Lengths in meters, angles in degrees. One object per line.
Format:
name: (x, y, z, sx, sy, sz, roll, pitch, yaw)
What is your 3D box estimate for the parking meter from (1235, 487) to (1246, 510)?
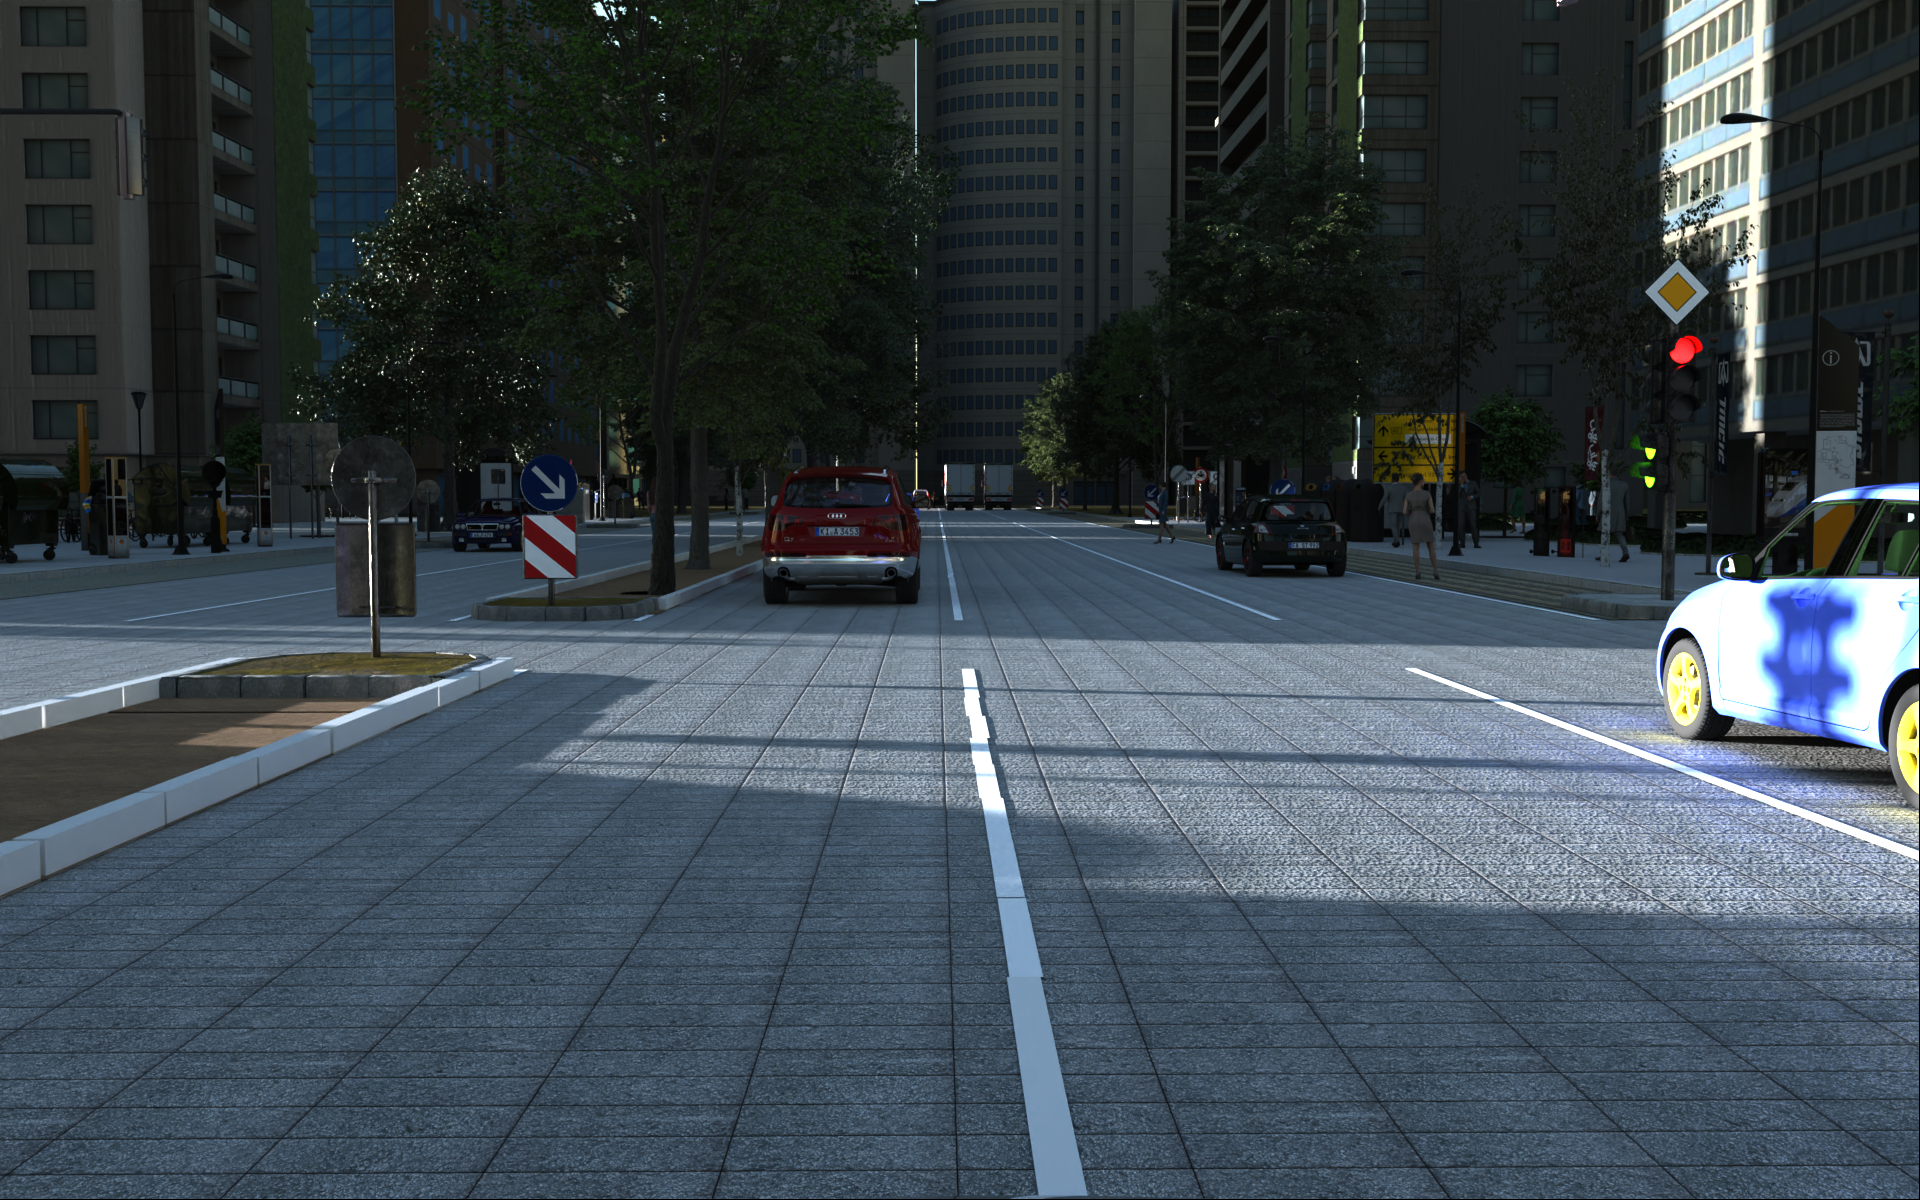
parking meter: (9.984, -3.257, 61.660, 0.372, 1.533, 0.369, 0, 3, 0)

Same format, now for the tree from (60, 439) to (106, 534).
tree: (-28.366, -3.735, 55.662, 1.663, 3.219, 1.824, 0, 3, 0)

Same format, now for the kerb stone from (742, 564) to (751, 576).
kerb stone: (-3.788, -0.479, 30.026, 0.120, 0.150, 1.000, 0, 4, -1)

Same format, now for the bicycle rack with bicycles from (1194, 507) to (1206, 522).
bicycle rack with bicycles: (12.021, -4.053, 79.643, 2.925, 0.926, 2.852, 0, 4, -1)

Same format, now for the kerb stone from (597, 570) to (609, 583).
kerb stone: (-5.858, -0.348, 27.955, 0.120, 0.150, 1.000, 0, 4, -1)

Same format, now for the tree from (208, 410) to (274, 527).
tree: (-27.657, -5.152, 67.945, 4.285, 4.588, 4.351, 0, 3, 0)

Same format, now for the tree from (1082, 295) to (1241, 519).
tree: (10.295, -9.982, 88.956, 9.928, 11.665, 9.643, 0, 3, 0)

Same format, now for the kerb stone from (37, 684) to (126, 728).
kerb stone: (-5.624, 0.683, 11.023, 0.120, 0.150, 1.000, 0, 4, -1)

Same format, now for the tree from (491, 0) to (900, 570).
tree: (-5.049, -6.866, 32.837, 7.486, 12.596, 7.792, 0, 3, 0)

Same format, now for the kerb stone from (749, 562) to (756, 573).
kerb stone: (-3.809, -0.542, 31.051, 0.120, 0.150, 1.000, 0, 4, -1)

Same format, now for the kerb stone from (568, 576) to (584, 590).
kerb stone: (-5.831, -0.224, 25.905, 0.120, 0.150, 1.000, 0, 4, -1)

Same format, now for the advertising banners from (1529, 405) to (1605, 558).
advertising banners: (12.328, -2.386, 35.198, 0.090, 3.025, 2.074, -1, 4, -21)

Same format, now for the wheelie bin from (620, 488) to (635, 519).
wheelie bin: (-17.445, -5.068, 90.763, 0.693, 1.594, 0.980, -2, 4, -28)

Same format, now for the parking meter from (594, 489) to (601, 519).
parking meter: (-19.026, -5.055, 91.061, 0.372, 1.533, 0.369, 0, 3, 0)

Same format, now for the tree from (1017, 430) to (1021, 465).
tree: (9.302, -15.446, 170.666, 7.486, 12.596, 7.792, 0, 3, 0)

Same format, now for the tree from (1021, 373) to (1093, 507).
tree: (10.115, -14.853, 160.968, 7.486, 12.596, 7.792, 0, 3, 0)

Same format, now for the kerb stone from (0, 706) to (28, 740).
kerb stone: (-5.617, 0.746, 9.996, 0.120, 0.150, 1.000, 0, 4, -1)

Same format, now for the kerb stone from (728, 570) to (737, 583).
kerb stone: (-3.758, -0.350, 27.982, 0.120, 0.150, 1.000, 0, 4, -1)

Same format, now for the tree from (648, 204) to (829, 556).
tree: (-5.002, -5.281, 39.158, 4.737, 8.622, 4.395, 0, 3, 0)

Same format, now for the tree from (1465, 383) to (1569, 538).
tree: (16.099, -4.109, 50.892, 4.285, 4.588, 4.351, 0, 3, 0)

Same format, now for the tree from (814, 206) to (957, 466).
tree: (-5.178, -9.469, 67.642, 12.009, 13.543, 11.850, 0, 3, 0)

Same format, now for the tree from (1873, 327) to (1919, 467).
tree: (14.619, -2.457, 23.893, 4.285, 4.588, 4.351, 0, 3, 0)

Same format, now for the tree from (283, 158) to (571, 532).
tree: (-17.592, -8.699, 59.243, 9.611, 12.733, 9.660, 0, 3, 0)

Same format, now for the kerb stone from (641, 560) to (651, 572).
kerb stone: (-5.910, -0.601, 32.043, 0.120, 0.150, 1.000, 0, 4, -1)

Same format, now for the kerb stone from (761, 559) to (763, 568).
kerb stone: (-3.835, -0.667, 33.096, 0.120, 0.150, 1.000, 0, 4, -1)

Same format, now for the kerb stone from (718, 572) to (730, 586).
kerb stone: (-3.747, -0.291, 26.956, 0.120, 0.150, 1.000, 0, 4, -1)

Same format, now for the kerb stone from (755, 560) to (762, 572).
kerb stone: (-3.818, -0.600, 32.074, 0.120, 0.150, 1.000, 0, 4, -1)

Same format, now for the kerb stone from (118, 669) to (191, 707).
kerb stone: (-5.642, 0.620, 12.052, 0.120, 0.150, 1.000, 0, 4, -1)

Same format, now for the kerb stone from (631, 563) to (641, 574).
kerb stone: (-5.907, -0.538, 31.021, 0.120, 0.150, 1.000, 0, 4, -1)

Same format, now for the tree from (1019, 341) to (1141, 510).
tree: (9.886, -13.806, 136.090, 12.009, 13.543, 11.850, 0, 3, 0)

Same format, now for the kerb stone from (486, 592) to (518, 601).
kerb stone: (-5.778, 0.024, 21.800, 0.120, 0.150, 1.000, 0, 4, -1)

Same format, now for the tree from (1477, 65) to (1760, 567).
tree: (11.343, -4.873, 30.039, 4.360, 8.622, 3.978, 0, 3, 0)

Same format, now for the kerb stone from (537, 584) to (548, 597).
kerb stone: (-5.799, -0.101, 23.850, 0.120, 0.150, 1.000, 0, 4, -1)

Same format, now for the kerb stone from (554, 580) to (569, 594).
kerb stone: (-5.819, -0.163, 24.872, 0.120, 0.150, 1.000, 0, 4, -1)

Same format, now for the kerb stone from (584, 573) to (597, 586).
kerb stone: (-5.846, -0.289, 26.932, 0.120, 0.150, 1.000, 0, 4, -1)

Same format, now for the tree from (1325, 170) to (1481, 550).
tree: (10.836, -5.460, 39.633, 4.360, 8.622, 3.978, 0, 3, 0)

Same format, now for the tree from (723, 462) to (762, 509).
tree: (-18.484, -10.009, 147.355, 4.285, 4.588, 4.351, 0, 3, 0)

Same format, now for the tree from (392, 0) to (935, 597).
tree: (-4.103, -5.864, 24.087, 9.928, 11.665, 9.643, 0, 3, 0)

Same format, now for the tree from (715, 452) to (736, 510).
tree: (-18.569, -11.744, 142.379, 4.360, 8.622, 3.978, 0, 3, 0)

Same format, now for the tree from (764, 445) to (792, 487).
tree: (-18.818, -13.416, 169.714, 4.360, 8.622, 3.978, 0, 3, 0)

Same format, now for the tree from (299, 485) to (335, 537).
tree: (-19.233, -3.492, 51.688, 1.663, 3.219, 1.824, 0, 3, 0)

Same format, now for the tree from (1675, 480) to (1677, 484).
tree: (37.054, -5.974, 92.283, 1.663, 3.219, 1.824, 0, 3, 0)

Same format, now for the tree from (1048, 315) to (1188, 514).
tree: (10.143, -11.873, 111.134, 9.611, 12.733, 9.660, 0, 3, 0)

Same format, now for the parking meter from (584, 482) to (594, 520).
parking meter: (-18.609, -4.965, 86.886, 0.399, 1.863, 0.255, 2, 4, 27)

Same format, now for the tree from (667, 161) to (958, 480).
tree: (-4.859, -8.398, 56.768, 9.611, 12.733, 9.660, 0, 3, 0)

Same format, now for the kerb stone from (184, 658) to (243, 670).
kerb stone: (-5.653, 0.558, 13.079, 0.120, 0.150, 1.000, 0, 4, -1)

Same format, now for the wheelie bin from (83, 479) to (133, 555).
wheelie bin: (-17.905, -1.749, 36.500, 0.693, 1.594, 0.980, 3, 5, 43)

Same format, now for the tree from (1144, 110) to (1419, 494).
tree: (10.818, -9.337, 59.314, 9.857, 13.997, 8.962, 0, 3, 0)

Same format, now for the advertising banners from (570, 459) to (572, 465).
advertising banners: (-19.305, -5.522, 86.476, 0.090, 3.025, 2.074, -1, 4, -18)

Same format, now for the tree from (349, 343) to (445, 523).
tree: (-23.477, -7.477, 72.606, 4.360, 8.622, 3.978, 0, 3, 0)

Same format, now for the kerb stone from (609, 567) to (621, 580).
kerb stone: (-5.868, -0.415, 28.977, 0.120, 0.150, 1.000, 0, 4, -1)

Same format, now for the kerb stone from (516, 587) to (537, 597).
kerb stone: (-5.786, -0.038, 22.826, 0.120, 0.150, 1.000, 0, 4, -1)

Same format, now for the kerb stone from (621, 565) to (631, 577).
kerb stone: (-5.887, -0.477, 29.999, 0.120, 0.150, 1.000, 0, 4, -1)

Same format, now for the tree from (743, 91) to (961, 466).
tree: (-6.729, -13.545, 79.806, 12.611, 20.169, 13.585, 0, 3, 0)

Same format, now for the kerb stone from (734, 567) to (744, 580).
kerb stone: (-3.772, -0.416, 29.004, 0.120, 0.150, 1.000, 0, 4, -1)

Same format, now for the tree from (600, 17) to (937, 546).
tree: (-5.090, -8.424, 46.852, 9.857, 13.997, 8.962, 0, 3, 0)

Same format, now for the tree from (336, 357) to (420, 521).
tree: (-26.995, -7.984, 80.906, 4.737, 8.622, 4.395, 0, 3, 0)

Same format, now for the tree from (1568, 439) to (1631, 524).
tree: (19.378, -3.573, 53.024, 1.663, 3.219, 1.824, 0, 3, 0)

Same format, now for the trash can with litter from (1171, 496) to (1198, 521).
trash can with litter: (11.214, -4.497, 84.590, 2.233, 1.210, 1.678, -1, 4, -19)
